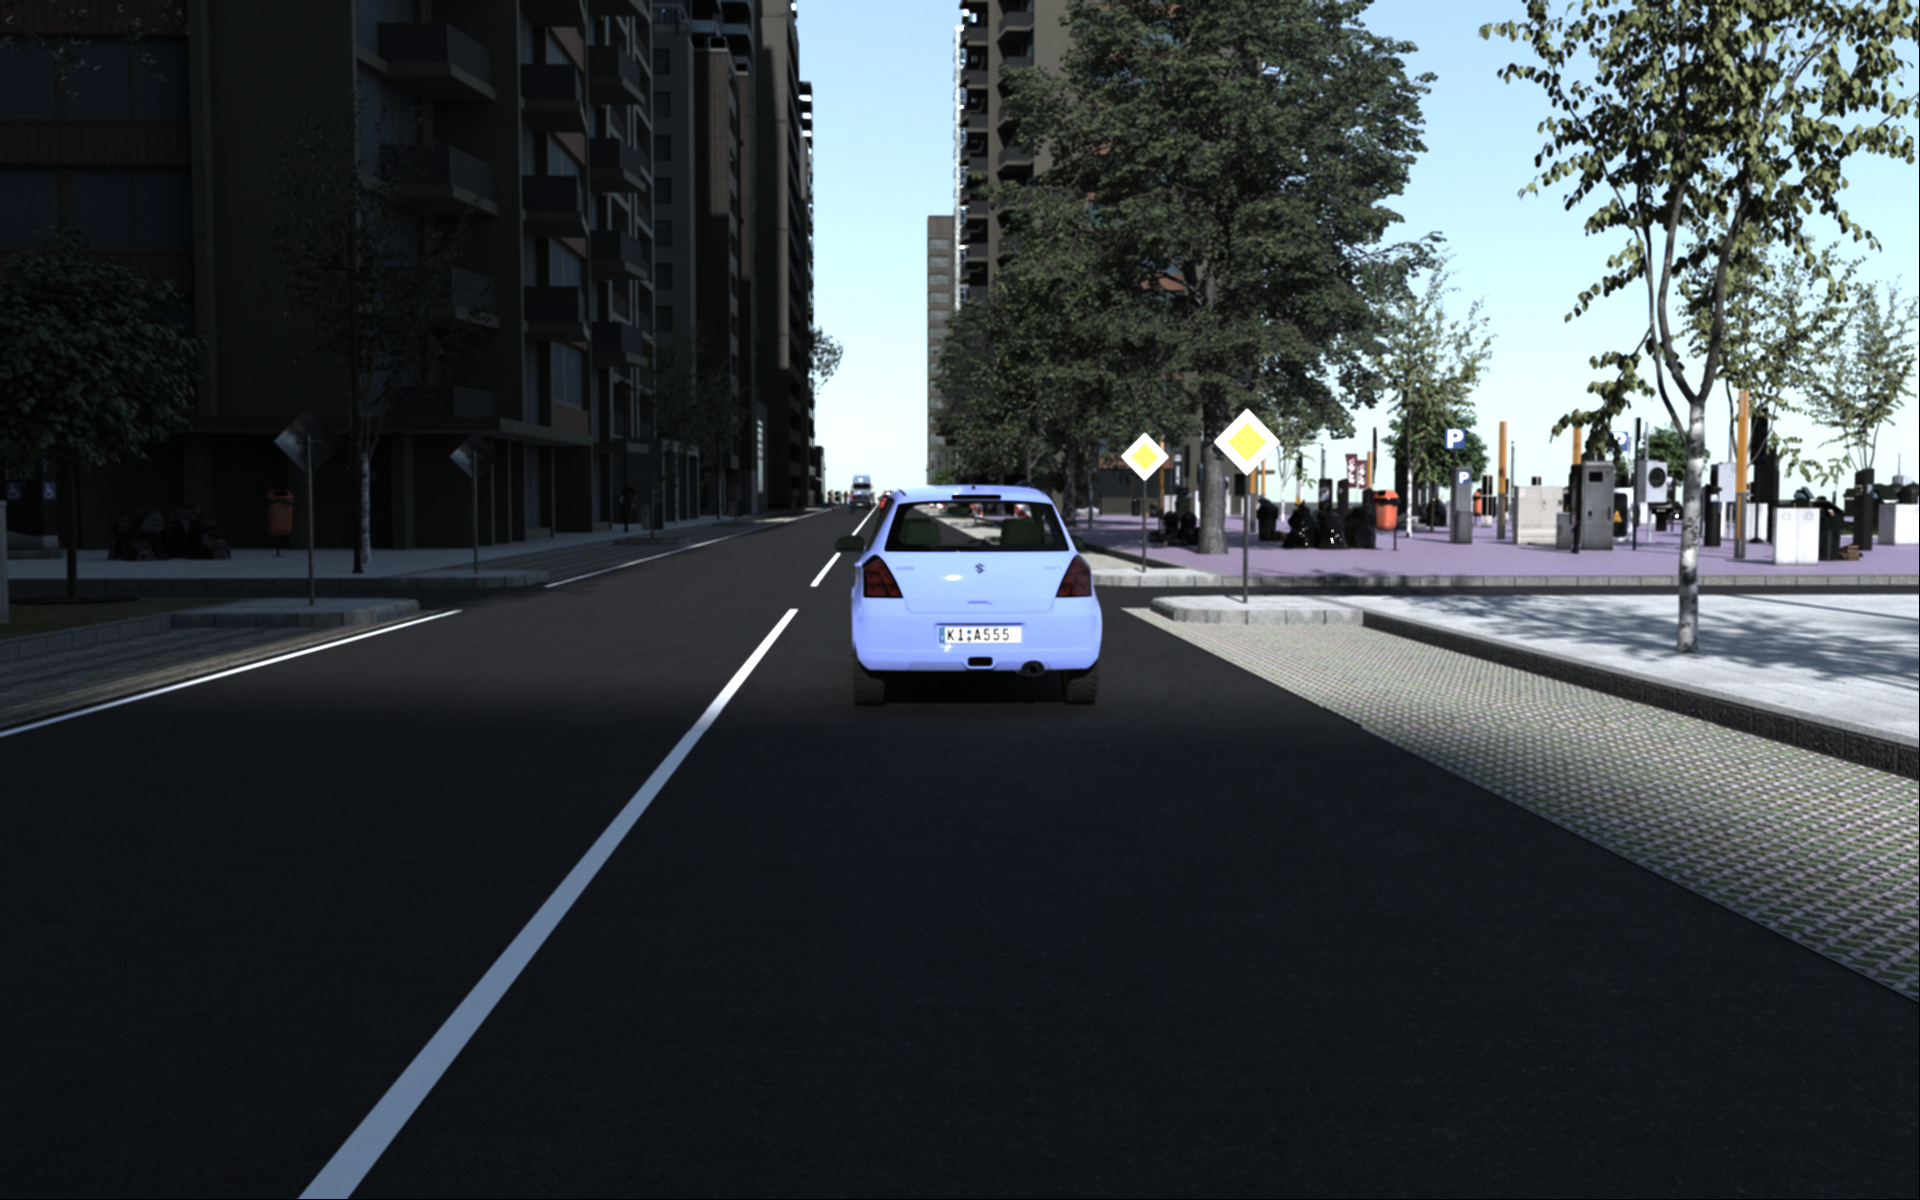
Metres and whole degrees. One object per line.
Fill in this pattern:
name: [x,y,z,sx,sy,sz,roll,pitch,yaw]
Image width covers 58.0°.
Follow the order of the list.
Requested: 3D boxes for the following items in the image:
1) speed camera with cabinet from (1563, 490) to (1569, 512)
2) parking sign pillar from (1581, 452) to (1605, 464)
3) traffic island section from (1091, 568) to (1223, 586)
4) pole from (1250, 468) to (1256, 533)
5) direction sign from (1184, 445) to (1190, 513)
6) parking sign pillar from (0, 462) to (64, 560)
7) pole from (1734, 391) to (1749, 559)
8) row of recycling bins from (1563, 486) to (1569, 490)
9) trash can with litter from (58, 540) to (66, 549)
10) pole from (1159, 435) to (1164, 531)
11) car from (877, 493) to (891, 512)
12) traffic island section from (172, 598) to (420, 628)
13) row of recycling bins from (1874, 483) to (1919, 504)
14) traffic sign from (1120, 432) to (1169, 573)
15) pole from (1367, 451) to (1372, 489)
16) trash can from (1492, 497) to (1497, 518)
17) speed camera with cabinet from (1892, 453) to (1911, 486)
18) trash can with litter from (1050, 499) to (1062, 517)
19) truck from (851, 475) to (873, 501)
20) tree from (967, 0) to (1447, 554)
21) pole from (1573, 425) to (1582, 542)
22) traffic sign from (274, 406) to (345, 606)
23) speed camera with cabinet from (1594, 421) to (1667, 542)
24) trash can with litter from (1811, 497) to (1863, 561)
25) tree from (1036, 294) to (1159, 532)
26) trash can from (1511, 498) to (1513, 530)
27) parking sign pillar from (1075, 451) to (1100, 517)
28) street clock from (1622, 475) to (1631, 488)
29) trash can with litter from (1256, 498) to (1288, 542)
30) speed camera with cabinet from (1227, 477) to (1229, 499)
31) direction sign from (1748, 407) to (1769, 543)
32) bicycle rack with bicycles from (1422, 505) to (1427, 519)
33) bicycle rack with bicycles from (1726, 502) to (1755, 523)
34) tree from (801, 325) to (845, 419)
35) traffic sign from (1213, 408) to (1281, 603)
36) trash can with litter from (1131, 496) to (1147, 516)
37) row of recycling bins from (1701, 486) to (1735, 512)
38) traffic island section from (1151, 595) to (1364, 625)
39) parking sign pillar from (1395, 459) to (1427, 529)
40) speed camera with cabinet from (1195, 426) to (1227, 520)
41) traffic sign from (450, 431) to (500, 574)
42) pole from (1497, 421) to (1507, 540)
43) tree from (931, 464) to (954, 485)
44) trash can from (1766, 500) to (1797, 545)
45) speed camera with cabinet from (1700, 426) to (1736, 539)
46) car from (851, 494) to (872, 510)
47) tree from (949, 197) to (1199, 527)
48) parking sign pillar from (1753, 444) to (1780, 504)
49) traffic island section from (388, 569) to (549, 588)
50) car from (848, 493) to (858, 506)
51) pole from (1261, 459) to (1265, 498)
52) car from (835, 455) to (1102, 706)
speed camera with cabinet: [27.119,-4.968,75.560,0.660,3.252,2.038,-1,4,-15]
parking sign pillar: [31.048,-5.914,85.161,1.447,3.967,1.447,3,4,38]
traffic island section: [3.028,-0.370,28.325,2.009,0.180,2.903,0,4,-2]
pole: [9.722,-3.888,57.407,0.158,3.312,0.155,0,3,0]
direction sign: [10.488,-5.388,80.090,0.379,3.537,0.876,0,4,-8]
parking sign pillar: [-18.714,-2.814,34.479,1.447,3.967,1.447,1,4,11]
pole: [15.468,-2.472,34.268,0.158,3.312,0.155,0,3,0]
row of recycling bins: [32.675,-5.061,89.868,1.069,1.692,3.534,-2,4,-28]
trash can with litter: [-19.668,-1.569,37.043,1.055,1.170,0.624,-2,4,-32]
pole: [6.927,-4.017,59.528,0.158,3.312,0.155,0,3,0]
car: [-5.758,-8.145,142.210,2.155,1.783,4.494,0,4,-2]
traffic island section: [-7.464,0.146,19.892,2.009,0.180,2.903,0,4,-2]
row of recycling bins: [36.279,-3.629,66.445,1.069,1.692,3.534,-1,4,-17]
traffic sign: [3.004,-1.505,28.247,0.795,2.450,0.064,0,4,-2]
pole: [19.530,-5.433,82.676,0.158,3.312,0.155,0,3,0]
trash can: [28.693,-5.020,93.738,0.748,1.137,0.748,0,3,0]
speed camera with cabinet: [45.637,-5.417,82.910,0.660,3.252,2.038,-1,4,-15]
trash can with litter: [4.638,-4.510,85.118,1.055,1.170,0.624,1,4,18]
truck: [-14.049,-15.734,247.009,2.967,4.110,18.799,0,4,-4]
tree: [5.314,-7.960,36.805,9.857,13.997,8.962,0,3,0]
pole: [15.509,-3.041,43.570,0.158,3.312,0.155,0,3,0]
traffic sign: [-7.441,-0.990,19.831,0.795,2.450,0.064,0,4,-2]
speed camera with cabinet: [18.085,-3.210,46.820,2.038,3.252,0.660,-1,4,-17]
trash can with litter: [16.943,-1.357,33.579,1.055,1.170,0.624,-1,4,-22]
tree: [4.457,-6.588,58.078,4.360,8.622,3.978,0,3,0]
trash can: [18.985,-2.867,58.521,0.748,1.137,0.748,0,3,0]
parking sign pillar: [7.079,-6.611,96.569,1.447,3.967,1.447,-1,4,-9]
street clock: [25.208,-3.729,65.537,0.358,2.002,0.471,0,4,7]
trash can with litter: [8.528,-2.168,46.838,0.624,1.170,1.055,-3,5,-39]
speed camera with cabinet: [12.777,-5.712,87.732,2.038,3.252,0.660,-3,5,-42]
direction sign: [21.086,-3.288,45.760,0.379,3.537,0.876,0,4,-2]
bicycle rack with bicycles: [21.498,-4.235,82.618,2.852,0.926,2.925,-3,5,-41]
bicycle rack with bicycles: [34.620,-3.927,77.582,2.925,0.926,2.852,-2,4,-24]
tree: [-18.782,-19.720,178.308,12.611,20.169,13.585,0,3,0]
traffic sign: [3.345,-1.017,20.269,0.795,2.450,0.064,0,4,-2]
trash can with litter: [10.543,-5.508,101.444,1.055,1.170,0.624,0,4,-2]
row of recycling bins: [39.653,-5.141,91.172,3.534,1.692,1.069,-1,4,-19]
traffic island section: [3.368,0.118,20.347,2.009,0.180,2.903,0,4,-2]
parking sign pillar: [16.721,-4.668,64.798,1.447,3.967,1.447,-1,4,-8]
speed camera with cabinet: [7.214,-3.403,49.979,0.660,3.252,2.038,0,4,5]
traffic sign: [-7.781,-1.478,27.809,0.795,2.450,0.064,0,4,-2]
pole: [15.242,-3.355,48.690,0.158,3.312,0.155,0,3,0]
tree: [-1.524,-12.683,191.077,4.285,4.588,4.351,0,3,0]
trash can: [20.699,-1.959,43.687,0.748,1.137,0.748,0,3,0]
speed camera with cabinet: [22.144,-3.452,50.781,0.660,3.252,2.038,0,4,5]
car: [-9.027,-9.052,157.779,2.009,1.686,4.222,0,4,-1]
tree: [4.352,-9.190,67.272,9.611,12.733,9.660,0,3,0]
parking sign pillar: [43.556,-6.426,93.541,1.447,3.967,1.447,-2,4,-26]
traffic island section: [-7.804,-0.342,27.870,2.009,0.180,2.903,0,4,-2]
car: [-11.583,-11.261,193.713,1.945,1.707,3.694,0,4,-1]
pole: [17.143,-6.363,97.884,0.158,3.312,0.155,0,3,0]
car: [0.024,-0.212,13.060,1.945,1.707,3.694,0,4,-4]
